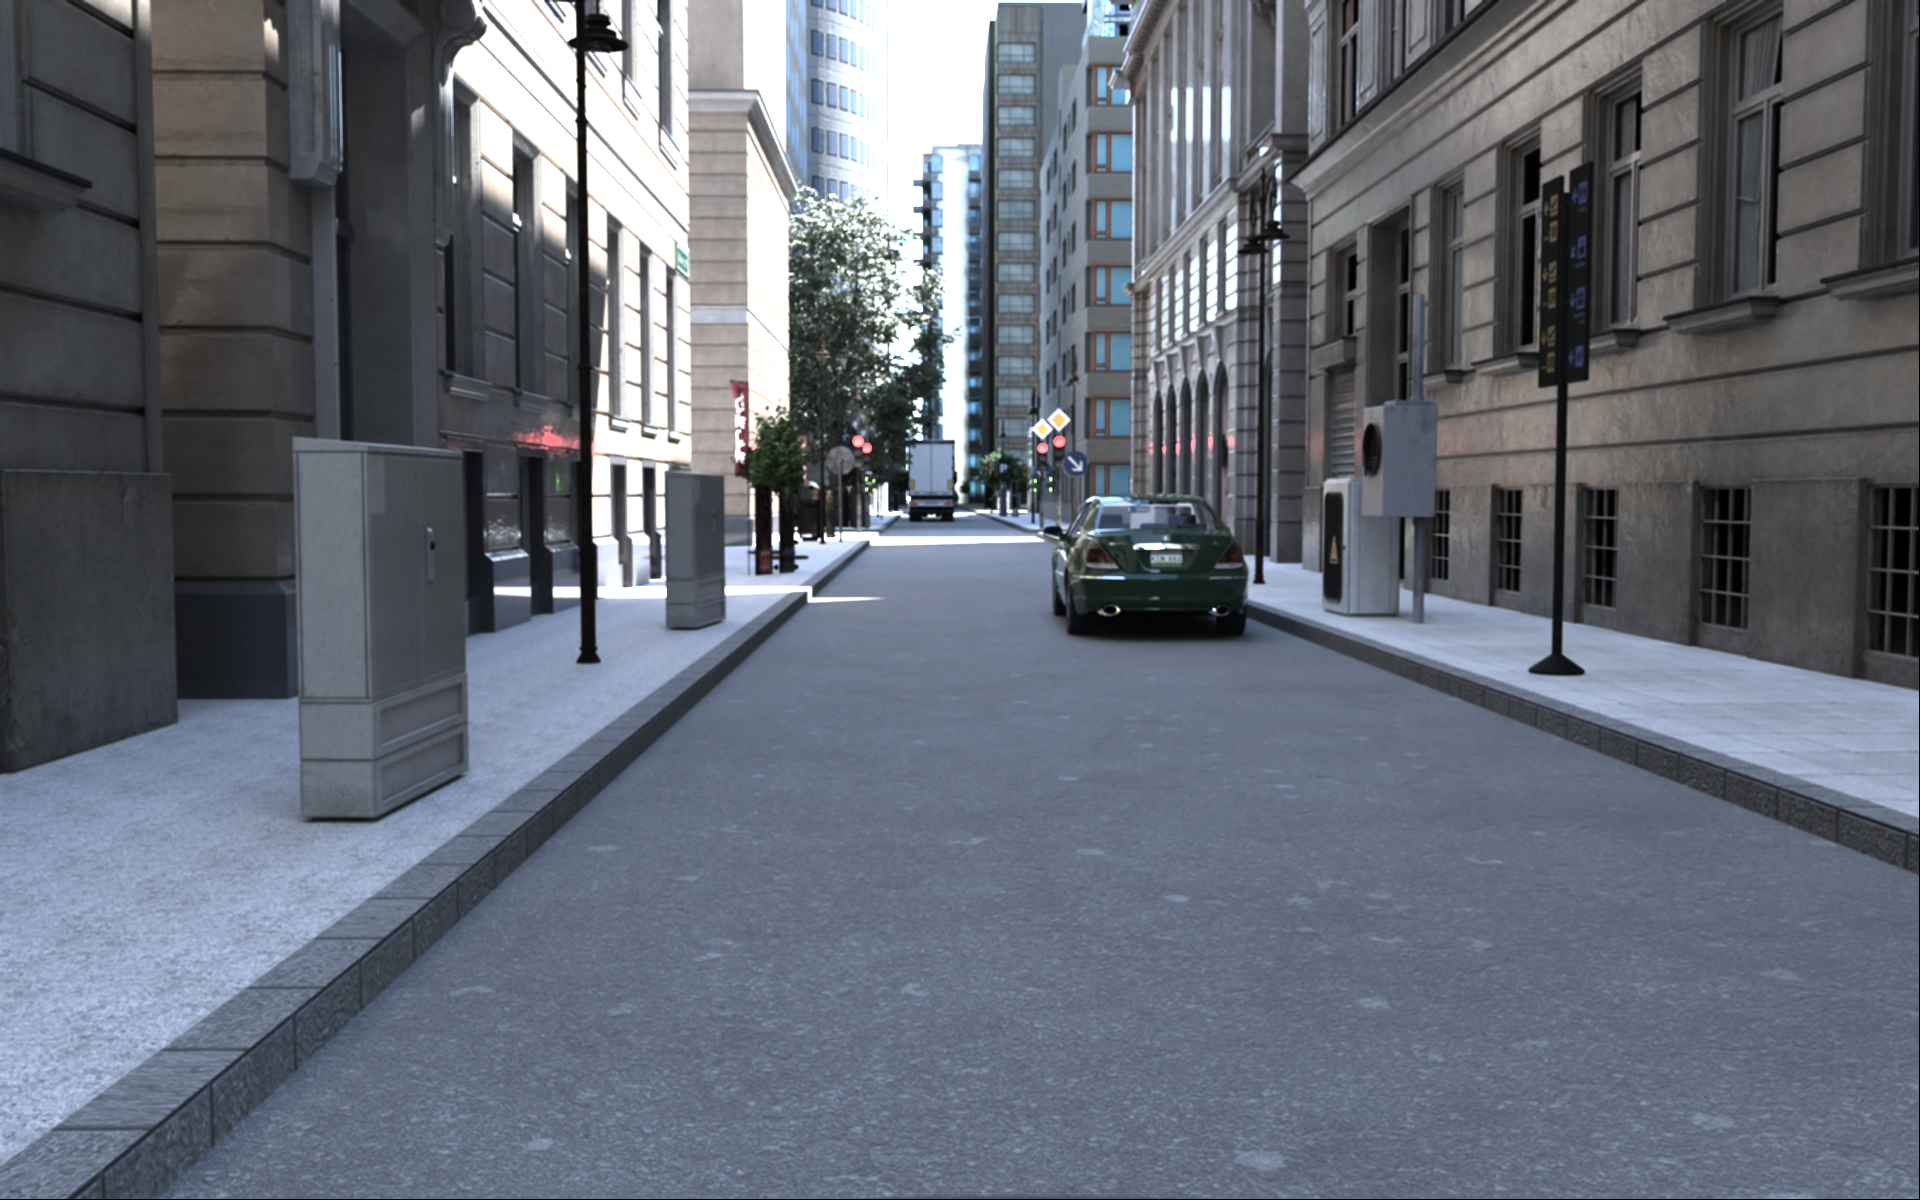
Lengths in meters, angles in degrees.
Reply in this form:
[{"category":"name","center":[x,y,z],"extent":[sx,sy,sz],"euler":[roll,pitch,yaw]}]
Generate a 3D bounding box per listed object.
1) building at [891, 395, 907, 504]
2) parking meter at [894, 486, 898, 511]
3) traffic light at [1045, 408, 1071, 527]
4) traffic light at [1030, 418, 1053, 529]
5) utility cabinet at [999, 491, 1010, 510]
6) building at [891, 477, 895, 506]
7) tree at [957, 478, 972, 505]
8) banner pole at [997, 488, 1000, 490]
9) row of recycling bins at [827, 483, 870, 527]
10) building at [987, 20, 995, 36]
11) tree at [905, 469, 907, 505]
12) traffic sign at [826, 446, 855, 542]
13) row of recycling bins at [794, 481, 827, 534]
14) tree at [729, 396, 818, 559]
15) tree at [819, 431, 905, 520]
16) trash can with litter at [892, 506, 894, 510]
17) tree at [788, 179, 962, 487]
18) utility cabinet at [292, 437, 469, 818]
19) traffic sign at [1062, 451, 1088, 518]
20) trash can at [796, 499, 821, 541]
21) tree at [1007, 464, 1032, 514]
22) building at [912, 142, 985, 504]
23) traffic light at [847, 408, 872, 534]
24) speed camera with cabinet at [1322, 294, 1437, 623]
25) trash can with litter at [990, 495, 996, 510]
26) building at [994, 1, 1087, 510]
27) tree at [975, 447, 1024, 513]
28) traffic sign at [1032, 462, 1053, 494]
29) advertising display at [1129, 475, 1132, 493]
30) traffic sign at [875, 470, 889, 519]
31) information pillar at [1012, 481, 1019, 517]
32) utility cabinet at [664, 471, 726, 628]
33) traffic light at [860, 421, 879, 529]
[{"category":"building","center":[-22.734,-56.257,232.481],"extent":[31.000,86.520,22.319],"euler":[0,4,-1]},{"category":"parking meter","center":[-4.779,-7.561,129.328],"extent":[0.255,1.863,0.399],"euler":[1,4,16]},{"category":"traffic light","center":[3.190,-4.127,56.397],"extent":[0.839,4.253,0.868],"euler":[0,4,-1]},{"category":"traffic light","center":[3.031,-4.615,64.380],"extent":[0.839,4.253,0.868],"euler":[0,4,-1]},{"category":"utility cabinet","center":[3.495,-7.995,139.393],"extent":[0.318,1.500,1.173],"euler":[3,5,42]},{"category":"building","center":[-22.955,-29.830,179.605],"extent":[32.217,40.220,23.993],"euler":[0,4,-1]},{"category":"tree","center":[0.602,-12.990,206.982],"extent":[1.663,3.219,1.824],"euler":[0,3,0]},{"category":"banner pole","center":[3.204,-8.859,134.865],"extent":[0.863,3.779,0.401],"euler":[2,4,30]},{"category":"row of recycling bins","center":[-5.054,-3.688,67.411],"extent":[3.534,1.692,1.069],"euler":[2,4,30]},{"category":"building","center":[9.331,-31.322,162.220],"extent":[14.600,45.320,14.200],"euler":[0,4,-1]},{"category":"tree","center":[-5.524,-7.252,102.282],"extent":[4.285,4.588,4.351],"euler":[0,3,0]},{"category":"traffic sign","center":[-3.174,-2.809,46.038],"extent":[0.768,2.556,0.104],"euler":[0,3,0]},{"category":"row of recycling bins","center":[-6.260,-3.023,56.541],"extent":[3.534,1.692,1.069],"euler":[0,4,6]},{"category":"tree","center":[-3.518,-2.440,34.499],"extent":[1.663,3.219,1.824],"euler":[0,3,0]},{"category":"tree","center":[-5.325,-6.170,84.596],"extent":[4.285,4.588,4.351],"euler":[0,3,0]},{"category":"trash can with litter","center":[-5.671,-7.806,139.008],"extent":[1.055,1.170,0.624],"euler":[-1,4,-13]},{"category":"tree","center":[-5.029,-10.052,70.999],"extent":[9.857,13.997,8.962],"euler":[0,3,0]},{"category":"utility cabinet","center":[-2.396,0.085,7.289],"extent":[0.318,1.500,1.173],"euler":[0,4,2]},{"category":"traffic sign","center":[3.411,-3.127,51.236],"extent":[0.768,2.556,0.104],"euler":[0,4,5]},{"category":"trash can","center":[-4.119,-2.194,47.527],"extent":[0.748,1.137,0.748],"euler":[0,3,0]},{"category":"tree","center":[3.745,-7.185,112.073],"extent":[1.663,3.219,1.824],"euler":[0,3,0]},{"category":"building","center":[8.783,-37.661,235.370],"extent":[30.456,49.044,23.786],"euler":[0,4,-1]},{"category":"traffic light","center":[-3.270,-4.118,56.252],"extent":[0.839,4.253,0.868],"euler":[0,4,-1]},{"category":"speed camera with cabinet","center":[4.316,-1.444,17.947],"extent":[0.660,3.252,2.038],"euler":[0,4,-4]},{"category":"trash can with litter","center":[2.878,-7.734,137.844],"extent":[0.624,1.170,1.055],"euler":[3,5,39]},{"category":"building","center":[9.901,-28.419,148.237],"extent":[14.154,41.232,14.086],"euler":[0,4,-1]},{"category":"tree","center":[2.750,-8.319,119.724],"extent":[4.285,4.588,4.351],"euler":[0,3,0]},{"category":"traffic sign","center":[3.135,-4.014,65.727],"extent":[0.768,2.556,0.104],"euler":[0,4,7]},{"category":"advertising display","center":[6.074,-3.182,57.236],"extent":[0.974,1.923,0.123],"euler":[1,4,14]},{"category":"traffic sign","center":[-4.067,-5.478,89.678],"extent":[0.768,2.556,0.104],"euler":[0,4,7]},{"category":"information pillar","center":[3.123,-5.706,97.777],"extent":[0.304,2.012,0.304],"euler":[2,4,28]},{"category":"utility cabinet","center":[-2.557,-0.500,16.859],"extent":[0.318,1.500,1.173],"euler":[0,4,6]},{"category":"traffic light","center":[-3.429,-4.606,64.236],"extent":[0.839,4.253,0.868],"euler":[0,4,-1]}]
